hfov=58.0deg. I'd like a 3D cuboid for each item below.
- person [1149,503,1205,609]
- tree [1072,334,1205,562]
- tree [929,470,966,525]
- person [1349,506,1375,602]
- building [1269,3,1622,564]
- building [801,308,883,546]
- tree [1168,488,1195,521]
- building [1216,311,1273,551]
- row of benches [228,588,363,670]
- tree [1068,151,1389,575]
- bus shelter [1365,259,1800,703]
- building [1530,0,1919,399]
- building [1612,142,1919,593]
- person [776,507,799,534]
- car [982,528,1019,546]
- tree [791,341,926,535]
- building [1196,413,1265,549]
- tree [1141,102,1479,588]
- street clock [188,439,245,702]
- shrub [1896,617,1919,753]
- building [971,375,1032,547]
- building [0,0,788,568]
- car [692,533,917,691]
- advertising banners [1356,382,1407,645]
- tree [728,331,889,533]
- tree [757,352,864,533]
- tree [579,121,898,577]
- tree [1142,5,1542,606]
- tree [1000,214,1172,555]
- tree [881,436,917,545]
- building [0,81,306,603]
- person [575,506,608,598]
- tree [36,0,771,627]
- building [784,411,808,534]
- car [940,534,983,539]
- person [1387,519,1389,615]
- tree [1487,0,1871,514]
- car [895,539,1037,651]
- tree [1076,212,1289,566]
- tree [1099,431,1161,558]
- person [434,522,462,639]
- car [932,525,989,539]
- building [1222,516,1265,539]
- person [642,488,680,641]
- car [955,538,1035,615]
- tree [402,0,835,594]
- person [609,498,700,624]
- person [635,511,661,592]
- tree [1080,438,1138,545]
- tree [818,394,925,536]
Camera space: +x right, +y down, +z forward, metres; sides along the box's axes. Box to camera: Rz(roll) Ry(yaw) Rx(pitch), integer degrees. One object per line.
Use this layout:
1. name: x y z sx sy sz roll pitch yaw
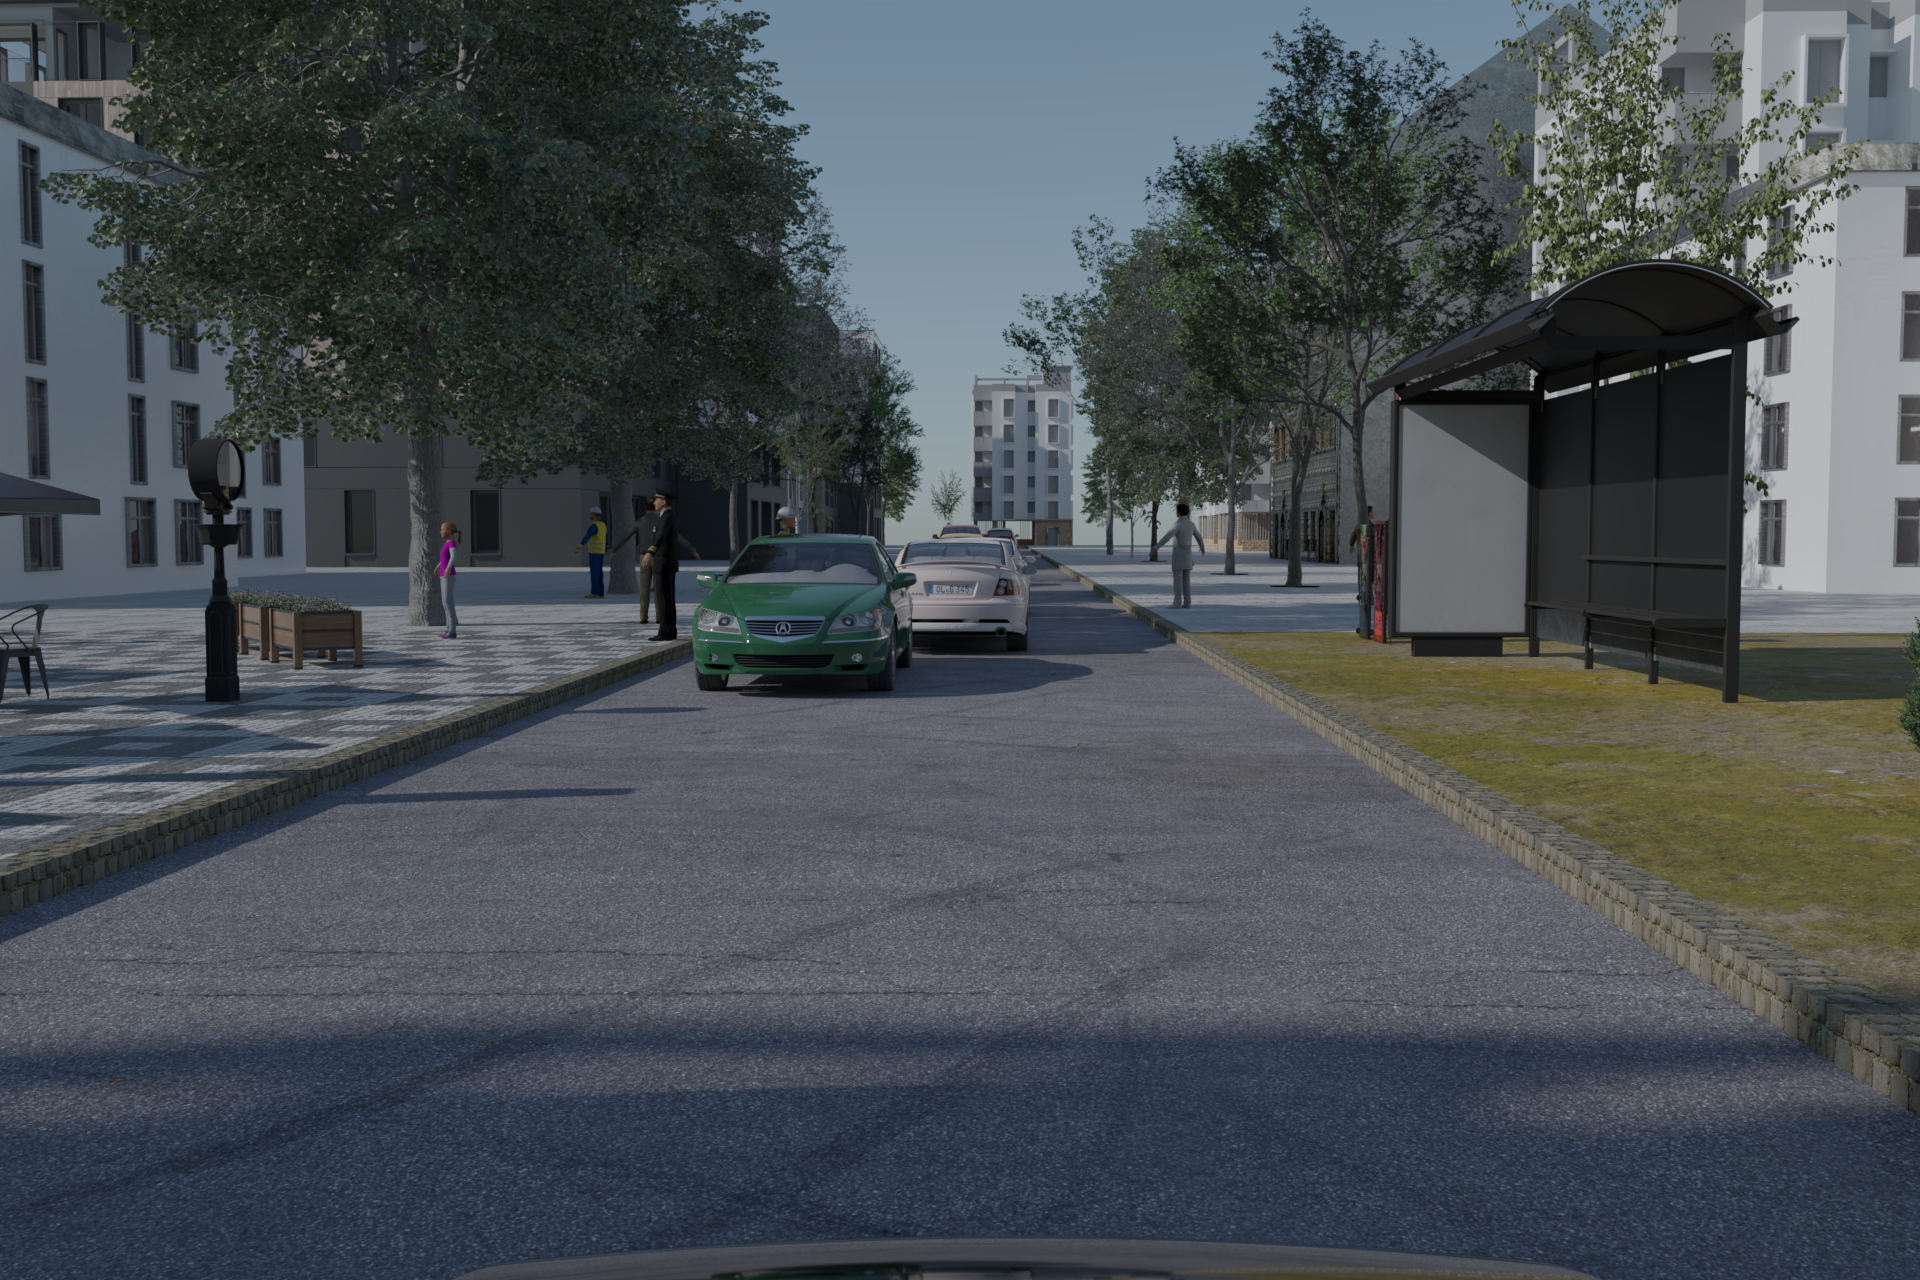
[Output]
1. person: 3.798 -1.446 29.825 1.347 1.806 0.705 -3 5 -40
2. tree: 9.162 -9.431 79.955 9.928 11.665 9.643 0 3 0
3. tree: -1.333 -14.931 194.479 4.737 8.622 4.395 0 3 0
4. person: 7.643 -1.605 32.385 0.704 1.812 1.346 -1 4 -23
5. building: 25.382 -15.317 81.359 19.493 23.208 18.063 0 4 1
6. building: -22.606 -20.033 171.507 27.936 21.610 32.646 0 4 1
7. tree: 26.064 -14.969 195.111 4.360 8.622 3.978 0 3 0
8. building: 26.264 -17.425 141.320 16.016 20.090 11.380 0 4 2
9. row of benches: -7.149 -0.167 18.196 1.422 0.672 4.104 -2 4 -33
10. tree: 8.631 -8.794 54.149 12.009 13.543 11.850 0 3 0
11. bus shelter: 5.209 -1.322 15.535 2.014 3.302 5.546 0 4 1
12. building: 27.458 -12.829 66.175 16.016 20.090 11.380 0 4 1
13. building: 23.303 -5.823 37.353 9.099 9.664 28.070 0 4 2
14. person: -2.075 -0.784 21.741 0.721 1.772 1.216 0 4 0
15. car: 2.455 -5.926 105.556 2.281 1.827 5.304 0 4 1
16. tree: -5.703 -10.326 94.591 9.928 11.665 9.643 0 3 0
17. building: 27.341 -18.647 161.296 16.016 20.090 11.380 0 4 2
18. tree: 8.221 -7.069 41.332 9.928 11.665 9.643 0 3 0
19. street clock: -5.672 -0.532 13.264 0.358 2.002 0.471 0 4 3
20. shrub: 5.526 0.113 9.265 1.383 1.207 1.383 0 3 0
21. building: 1.650 -20.760 198.301 11.380 20.090 16.016 0 4 -2
22. building: -24.358 -14.582 82.384 27.936 21.610 32.646 0 4 2
23. car: -1.462 -0.338 17.331 2.131 1.459 4.920 0 4 2
24. advertising banners: 4.965 -1.482 20.411 0.090 3.025 2.074 0 3 0
25. tree: -6.513 -8.612 75.221 7.601 10.594 8.767 1 4 11
26. tree: -6.520 -7.179 67.733 4.360 8.622 3.978 0 3 0
27. tree: -6.978 -8.680 52.295 12.009 13.543 11.850 0 3 0
28. tree: 7.014 -5.908 31.014 7.601 10.594 8.767 1 4 23
29. tree: 8.072 -15.274 105.622 12.611 20.169 13.585 0 3 0
30. tree: -8.350 -17.112 197.902 7.486 12.596 7.792 0 3 0
31. building: -22.180 -6.135 42.457 9.099 9.664 28.070 0 4 1
32. person: -7.314 -1.756 34.678 0.705 1.833 1.349 1 4 14
33. tree: -7.413 -7.165 23.808 9.857 13.997 8.962 0 3 0
34. building: -21.039 -15.896 126.356 16.747 18.905 31.486 0 4 1
35. car: 0.055 -2.321 48.166 2.015 1.641 3.980 0 4 1
36. person: 6.921 -1.300 27.378 1.348 1.813 0.705 -3 5 -44
37. tree: 8.079 -4.298 20.642 4.737 8.622 4.395 0 3 0
38. car: -0.036 -0.626 22.600 2.083 1.381 4.827 0 4 2
39. tree: 9.018 -9.914 68.757 9.857 13.997 8.962 0 3 0
40. tree: 9.218 -8.595 90.897 4.737 8.622 4.395 0 3 0
41. person: -6.347 -0.735 21.284 0.599 1.433 0.991 -2 4 -24
42. car: 0.043 -3.758 70.113 2.281 1.827 5.304 0 4 1
43. building: 31.359 -19.732 179.045 16.016 20.090 11.380 0 4 1
44. person: -3.572 -0.912 20.847 0.705 1.837 1.347 0 4 2
45. car: 0.363 -1.205 32.071 2.083 1.381 4.827 0 4 2
46. tree: -7.328 -7.964 36.867 9.857 13.997 8.962 0 3 0
47. person: -4.392 -1.131 24.766 1.348 1.796 0.705 0 4 8
48. person: -6.736 -2.000 38.556 1.347 1.847 0.705 3 5 42
49. tree: 17.259 -17.111 197.885 7.486 12.596 7.792 0 3 0
50. tree: -5.400 -10.544 106.800 7.601 10.594 8.767 -3 4 -37
